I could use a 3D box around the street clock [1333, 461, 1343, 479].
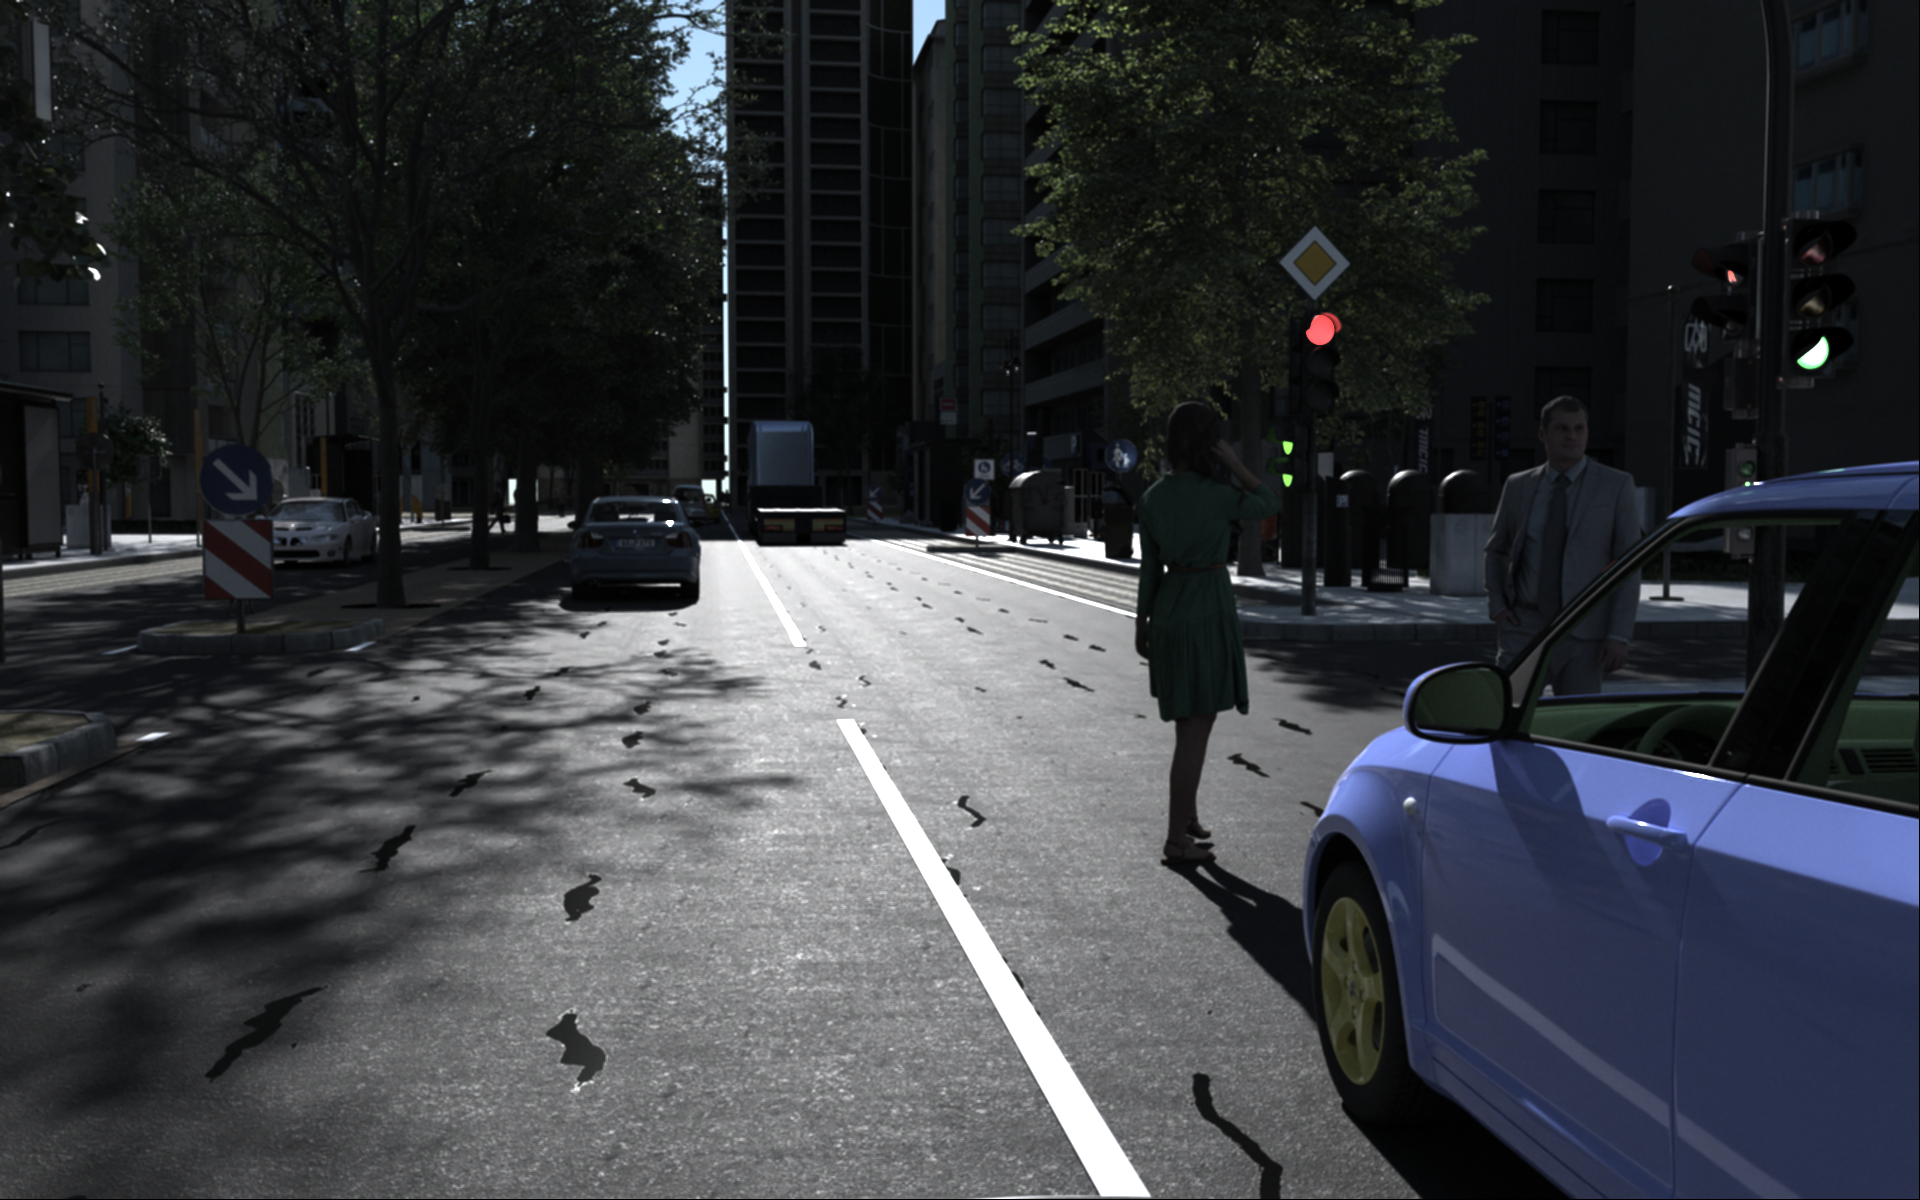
[{"bbox_3d":[7.988,-2.004,37.336,0.358,2.002,0.471,-3,5,-42],"label":"street clock"}]

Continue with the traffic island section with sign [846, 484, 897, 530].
[{"bbox_3d":[-3.602,-3.718,69.418,1.989,1.847,2.006,-1,4,-8],"label":"traffic island section with sign"}]

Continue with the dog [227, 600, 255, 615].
[{"bbox_3d":[-8.549,-0.079,20.579,0.406,0.507,0.540,-3,5,-41],"label":"dog"}]

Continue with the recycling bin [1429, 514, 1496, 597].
[{"bbox_3d":[6.410,-0.575,21.951,0.722,1.027,0.722,0,4,-2],"label":"recycling bin"}]

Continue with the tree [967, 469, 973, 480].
[{"bbox_3d":[1.160,-4.972,75.900,1.663,3.219,1.824,0,3,0],"label":"tree"}]

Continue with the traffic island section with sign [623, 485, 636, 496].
[{"bbox_3d":[-17.386,-5.063,90.910,2.006,1.907,1.989,-1,4,-8],"label":"traffic island section with sign"}]

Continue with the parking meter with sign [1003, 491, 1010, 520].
[{"bbox_3d":[2.223,-5.395,84.469,1.738,3.016,0.543,0,4,0],"label":"parking meter with sign"}]

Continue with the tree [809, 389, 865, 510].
[{"bbox_3d":[-8.095,-10.085,115.255,4.360,8.622,3.978,0,3,0],"label":"tree"}]

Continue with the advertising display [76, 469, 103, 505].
[{"bbox_3d":[-22.785,-2.458,45.396,0.974,1.923,0.123,2,4,30],"label":"advertising display"}]

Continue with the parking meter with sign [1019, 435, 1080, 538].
[{"bbox_3d":[2.611,-3.347,50.988,1.738,3.016,0.543,-1,4,-16],"label":"parking meter with sign"}]

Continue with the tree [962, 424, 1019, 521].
[{"bbox_3d":[1.230,-5.983,81.542,4.285,4.588,4.351,0,3,0],"label":"tree"}]

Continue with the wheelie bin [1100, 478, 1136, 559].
[{"bbox_3d":[3.164,-1.635,34.646,0.693,1.594,0.980,1,4,9],"label":"wheelie bin"}]

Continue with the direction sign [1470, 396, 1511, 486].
[{"bbox_3d":[12.257,-2.942,40.096,0.876,3.537,0.379,1,4,16],"label":"direction sign"}]

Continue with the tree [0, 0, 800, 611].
[{"bbox_3d":[-7.078,-6.626,21.159,12.009,13.543,11.850,0,3,0],"label":"tree"}]

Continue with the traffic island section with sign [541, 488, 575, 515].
[{"bbox_3d":[-27.310,-6.650,117.361,1.989,1.847,2.006,-1,4,-8],"label":"traffic island section with sign"}]

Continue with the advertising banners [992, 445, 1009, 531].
[{"bbox_3d":[1.427,-3.955,60.858,0.090,3.025,2.074,1,4,19],"label":"advertising banners"}]

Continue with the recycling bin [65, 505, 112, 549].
[{"bbox_3d":[-20.710,-1.750,41.164,0.722,1.027,0.722,0,4,7],"label":"recycling bin"}]

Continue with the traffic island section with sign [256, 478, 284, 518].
[{"bbox_3d":[-16.346,-1.970,40.843,1.989,1.847,2.006,-1,4,-8],"label":"traffic island section with sign"}]

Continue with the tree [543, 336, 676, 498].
[{"bbox_3d":[-15.034,-9.238,71.624,7.486,12.596,7.792,0,3,0],"label":"tree"}]

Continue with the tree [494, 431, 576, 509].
[{"bbox_3d":[-35.437,-13.212,150.434,7.601,10.594,8.767,2,4,24],"label":"tree"}]

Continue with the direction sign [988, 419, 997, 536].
[{"bbox_3d":[0.931,-3.712,52.682,0.379,3.537,0.876,0,4,8],"label":"direction sign"}]

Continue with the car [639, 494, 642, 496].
[{"bbox_3d":[-29.360,-8.997,156.138,2.155,1.783,4.494,0,4,-7],"label":"car"}]

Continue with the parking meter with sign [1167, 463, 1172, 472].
[{"bbox_3d":[5.355,-2.851,42.879,0.543,3.016,1.738,0,4,-5],"label":"parking meter with sign"}]

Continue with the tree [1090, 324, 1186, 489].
[{"bbox_3d":[7.525,-7.359,70.686,4.737,8.622,4.395,0,3,0],"label":"tree"}]

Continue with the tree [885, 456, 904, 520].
[{"bbox_3d":[-3.055,-5.669,87.290,1.663,3.219,1.824,0,3,0],"label":"tree"}]

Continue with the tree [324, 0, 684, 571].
[{"bbox_3d":[-8.907,-6.355,32.115,9.928,11.665,9.643,0,3,0],"label":"tree"}]

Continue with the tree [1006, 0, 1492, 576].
[{"bbox_3d":[4.185,-6.666,27.109,7.486,12.596,7.792,0,3,0],"label":"tree"}]

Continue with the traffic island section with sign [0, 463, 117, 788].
[{"bbox_3d":[-5.676,-0.065,9.196,2.006,1.907,1.989,-1,4,-8],"label":"traffic island section with sign"}]

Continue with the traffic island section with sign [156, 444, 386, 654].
[{"bbox_3d":[-6.718,-0.513,16.530,2.006,1.907,1.989,-1,4,-8],"label":"traffic island section with sign"}]

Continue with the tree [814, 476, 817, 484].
[{"bbox_3d":[-15.013,-10.965,162.992,4.285,4.588,4.351,0,3,0],"label":"tree"}]

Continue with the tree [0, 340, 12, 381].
[{"bbox_3d":[-35.505,-6.793,61.435,4.360,8.622,3.978,0,3,0],"label":"tree"}]

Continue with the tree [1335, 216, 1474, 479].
[{"bbox_3d":[11.298,-5.785,44.954,4.737,8.622,4.395,0,3,0],"label":"tree"}]

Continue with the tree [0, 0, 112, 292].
[{"bbox_3d":[-5.169,-5.833,4.488,9.857,13.997,8.962,0,3,0],"label":"tree"}]

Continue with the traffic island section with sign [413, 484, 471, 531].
[{"bbox_3d":[-20.170,-3.602,67.527,1.989,1.847,2.006,-1,4,-8],"label":"traffic island section with sign"}]

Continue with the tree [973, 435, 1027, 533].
[{"bbox_3d":[1.434,-3.832,57.257,1.663,3.219,1.824,0,3,0],"label":"tree"}]

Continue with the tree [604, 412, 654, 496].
[{"bbox_3d":[-15.524,-7.672,78.251,4.360,8.622,3.978,0,3,0],"label":"tree"}]

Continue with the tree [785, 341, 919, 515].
[{"bbox_3d":[-6.587,-10.434,105.012,8.767,10.594,7.601,0,4,2],"label":"tree"}]

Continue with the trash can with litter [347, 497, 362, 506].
[{"bbox_3d":[-22.598,-3.286,65.115,1.055,1.170,0.624,-3,5,-43],"label":"trash can with litter"}]

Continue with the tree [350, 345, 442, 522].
[{"bbox_3d":[-25.232,-7.864,78.931,4.360,8.622,3.978,0,3,0],"label":"tree"}]

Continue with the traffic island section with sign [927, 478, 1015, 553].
[{"bbox_3d":[0.212,-2.086,42.733,1.989,1.847,2.006,-1,4,-8],"label":"traffic island section with sign"}]

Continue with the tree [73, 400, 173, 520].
[{"bbox_3d":[-29.372,-4.710,60.722,4.285,4.588,4.351,0,3,0],"label":"tree"}]

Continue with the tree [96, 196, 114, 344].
[{"bbox_3d":[-21.709,-7.755,52.543,9.928,11.665,9.643,0,3,0],"label":"tree"}]

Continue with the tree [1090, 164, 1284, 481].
[{"bbox_3d":[4.537,-5.297,36.975,4.360,8.622,3.978,0,3,0],"label":"tree"}]

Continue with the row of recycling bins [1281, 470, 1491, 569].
[{"bbox_3d":[7.355,-1.398,29.965,3.534,1.692,1.069,1,4,8],"label":"row of recycling bins"}]
